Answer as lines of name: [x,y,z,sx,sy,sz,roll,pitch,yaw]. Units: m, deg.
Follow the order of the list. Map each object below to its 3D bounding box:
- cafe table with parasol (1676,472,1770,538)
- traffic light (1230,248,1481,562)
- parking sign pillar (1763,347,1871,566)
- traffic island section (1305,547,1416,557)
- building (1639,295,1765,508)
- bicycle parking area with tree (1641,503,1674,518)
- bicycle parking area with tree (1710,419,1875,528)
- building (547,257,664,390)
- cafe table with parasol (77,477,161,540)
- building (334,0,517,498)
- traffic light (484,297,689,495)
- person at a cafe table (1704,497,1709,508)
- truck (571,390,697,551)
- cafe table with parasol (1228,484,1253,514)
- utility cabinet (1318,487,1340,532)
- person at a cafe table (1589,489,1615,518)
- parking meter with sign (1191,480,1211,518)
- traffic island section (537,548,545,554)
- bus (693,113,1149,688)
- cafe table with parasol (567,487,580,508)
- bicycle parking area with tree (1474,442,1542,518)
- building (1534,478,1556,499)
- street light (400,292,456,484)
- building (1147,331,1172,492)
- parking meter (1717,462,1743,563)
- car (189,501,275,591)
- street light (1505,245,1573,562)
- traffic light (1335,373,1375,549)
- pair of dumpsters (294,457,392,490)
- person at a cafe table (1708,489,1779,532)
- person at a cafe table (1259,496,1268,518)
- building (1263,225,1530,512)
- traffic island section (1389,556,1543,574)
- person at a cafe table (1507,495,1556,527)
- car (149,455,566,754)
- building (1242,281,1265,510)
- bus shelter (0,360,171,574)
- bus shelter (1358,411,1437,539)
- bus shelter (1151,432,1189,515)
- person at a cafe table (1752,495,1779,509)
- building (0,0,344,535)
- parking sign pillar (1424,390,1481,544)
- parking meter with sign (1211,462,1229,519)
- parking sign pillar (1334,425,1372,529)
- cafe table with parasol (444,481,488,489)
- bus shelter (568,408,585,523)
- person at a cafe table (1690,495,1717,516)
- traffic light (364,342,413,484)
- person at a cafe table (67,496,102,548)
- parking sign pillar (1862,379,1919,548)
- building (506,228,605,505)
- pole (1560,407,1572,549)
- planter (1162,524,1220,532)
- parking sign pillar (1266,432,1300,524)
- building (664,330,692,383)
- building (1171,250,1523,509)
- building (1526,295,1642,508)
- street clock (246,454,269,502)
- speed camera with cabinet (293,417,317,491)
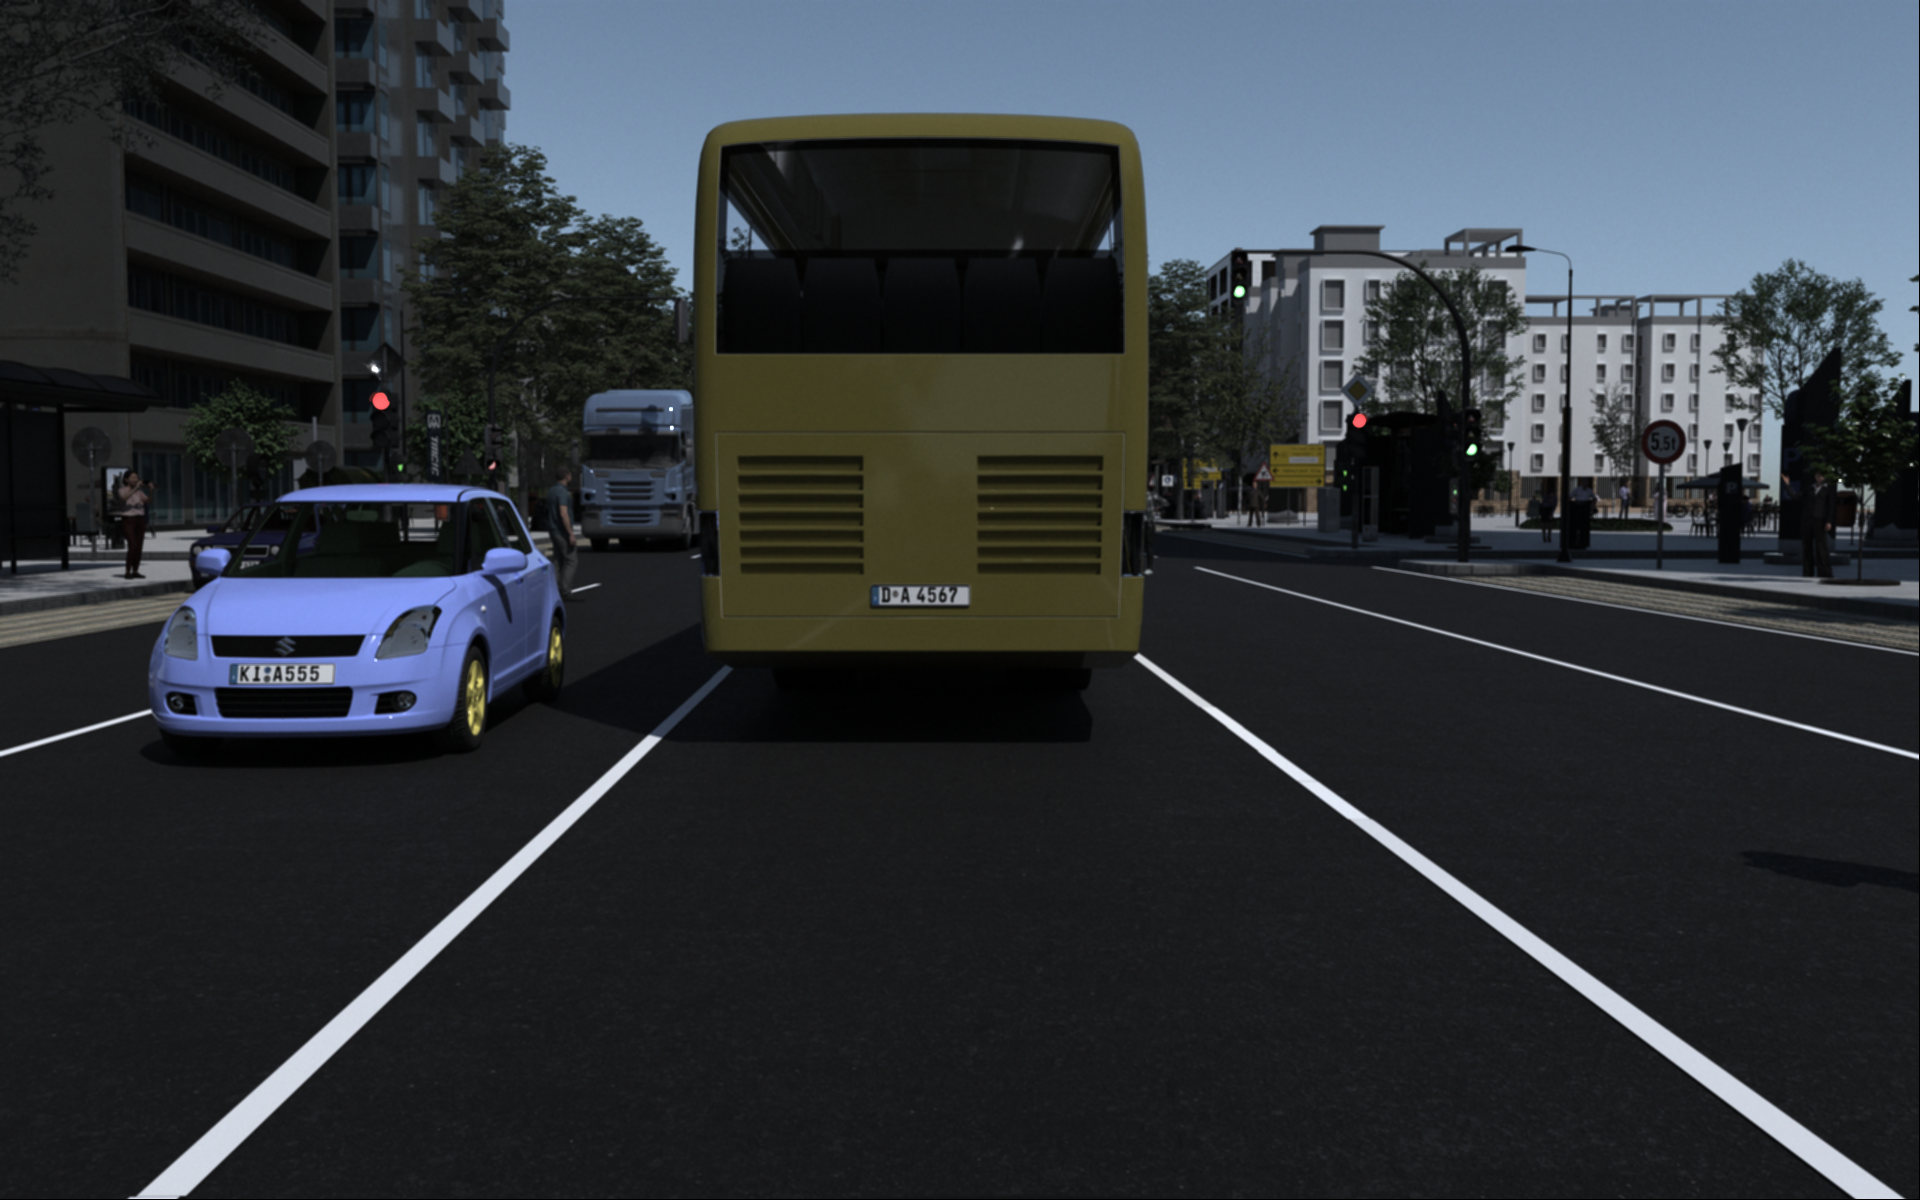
cafe table with parasol: [22.432,-2.820,50.980,2.610,1.966,2.610,1,4,17]
traffic light: [7.344,-3.524,32.282,4.771,5.953,1.251,0,4,-1]
parking sign pillar: [15.516,-2.640,31.628,1.447,3.967,1.447,-3,4,-37]
traffic island section: [9.270,-1.119,40.573,2.009,0.180,2.903,0,4,-1]
building: [70.086,-19.237,170.938,11.380,20.091,16.016,0,4,-1]
bicycle parking area with tree: [41.282,-6.554,94.167,8.231,4.147,9.016,-3,5,-43]
bicycle parking area with tree: [32.131,-4.774,65.052,8.231,4.147,9.016,2,4,32]
building: [-46.693,-19.513,163.012,32.646,21.610,27.936,0,4,-1]
cafe table with parasol: [-23.923,-2.716,49.277,2.610,1.966,2.610,1,4,22]
building: [-38.058,-29.156,96.315,23.786,49.044,30.456,0,4,-1]
traffic light: [-8.676,-3.997,40.025,4.771,5.953,1.251,0,4,-1]
person at a cafe table: [48.950,-6.322,111.872,1.622,1.524,1.698,2,4,31]
truck: [-8.199,-3.719,50.559,2.967,4.110,18.799,0,4,-1]
cafe table with parasol: [17.780,-6.373,109.070,2.610,1.966,2.610,-1,4,-18]
utility cabinet: [12.318,-3.001,57.753,0.318,1.500,1.173,2,4,35]
person at a cafe table: [29.483,-4.415,80.707,1.698,1.524,1.622,1,4,12]
parking meter with sign: [13.383,-5.957,93.663,1.738,3.016,0.543,1,4,15]
traffic island section: [-10.805,-1.088,40.070,2.009,0.180,2.903,0,4,-1]
bus: [-0.188,-1.471,15.599,2.896,3.916,12.252,0,4,0]
cafe table with parasol: [-23.531,-6.261,107.226,2.610,1.966,2.610,0,4,-7]
bicycle parking area with tree: [28.647,-6.788,97.993,9.016,4.147,8.231,-3,5,-40]
building: [58.676,-21.777,222.505,31.486,18.905,16.747,0,4,-1]
street light: [-12.268,-4.119,39.883,1.470,5.913,1.316,0,4,-1]
building: [26.411,-23.457,227.501,32.646,21.610,27.936,0,4,-1]
parking meter: [14.254,-1.614,32.102,0.399,1.863,0.255,1,4,17]
car: [-10.292,-0.846,26.408,1.945,1.354,3.894,0,4,-3]
street light: [10.868,-3.667,32.499,1.470,5.913,1.316,0,4,-1]
traffic light: [9.230,-3.152,40.458,0.839,4.253,0.868,0,4,-1]
pair of dumpsters: [-15.289,-2.512,43.557,1.574,2.255,4.437,0,4,-1]
person at a cafe table: [26.868,-3.088,59.007,1.698,1.524,1.622,-1,4,-20]
person at a cafe table: [16.955,-5.236,94.121,1.698,1.524,1.622,0,4,6]
building: [31.783,-16.602,127.861,16.016,20.091,11.380,0,4,-1]
traffic island section: [9.473,-0.631,32.591,2.009,0.180,2.903,0,4,-1]
person at a cafe table: [21.998,-3.408,66.586,1.698,1.238,1.726,1,4,13]
car: [-3.570,-0.068,10.705,1.945,1.707,3.694,0,4,-3]
building: [31.113,-17.314,139.508,16.016,20.091,11.380,0,4,-1]
bus shelter: [-14.522,-2.027,27.073,2.014,3.302,5.546,0,4,-1]
bus shelter: [13.159,-3.714,52.005,1.731,3.624,6.357,0,4,-1]
bus shelter: [12.838,-7.766,104.613,2.179,5.291,8.768,0,4,-1]
person at a cafe table: [53.567,-6.385,115.262,1.698,1.238,1.726,3,5,43]
building: [-36.870,-26.831,62.385,21.300,48.544,21.600,0,4,-1]
parking sign pillar: [12.945,-3.485,45.444,1.447,3.967,1.447,3,4,38]
parking meter with sign: [13.631,-5.754,90.334,0.543,3.016,1.738,0,4,1]
parking sign pillar: [14.395,-4.590,63.522,1.447,3.967,1.447,0,4,-3]
cafe table with parasol: [-22.300,-4.445,77.549,2.610,1.966,2.610,0,4,-4]
bus shelter: [-16.944,-6.395,82.196,2.179,5.291,8.768,0,4,-1]
person at a cafe table: [44.751,-5.690,103.889,1.726,1.238,1.698,1,4,20]
traffic light: [-10.562,-2.632,31.954,0.839,4.253,0.868,0,4,-1]
person at a cafe table: [-21.185,-1.920,42.260,1.698,1.238,1.726,-1,4,-18]
parking sign pillar: [22.441,-3.240,41.446,1.447,3.967,1.447,0,4,2]
building: [-37.936,-16.154,130.580,16.747,18.905,31.486,0,4,-1]
pole: [14.246,-2.868,40.727,0.158,3.312,0.155,0,3,0]
planter: [8.642,-2.696,65.224,1.991,0.319,1.994,0,4,-1]
parking sign pillar: [14.184,-5.348,75.917,1.447,3.967,1.447,1,4,16]
building: [-37.705,-23.371,226.082,32.646,21.610,27.936,0,4,-1]
building: [36.384,-19.445,161.893,27.936,21.610,32.646,0,4,-1]
building: [58.114,-19.270,171.480,11.380,20.091,16.016,0,4,-1]
street clock: [-12.681,-1.635,31.307,0.358,2.002,0.471,0,4,1]
speed camera with cabinet: [-16.693,-3.106,45.124,0.660,3.252,2.038,0,4,2]
